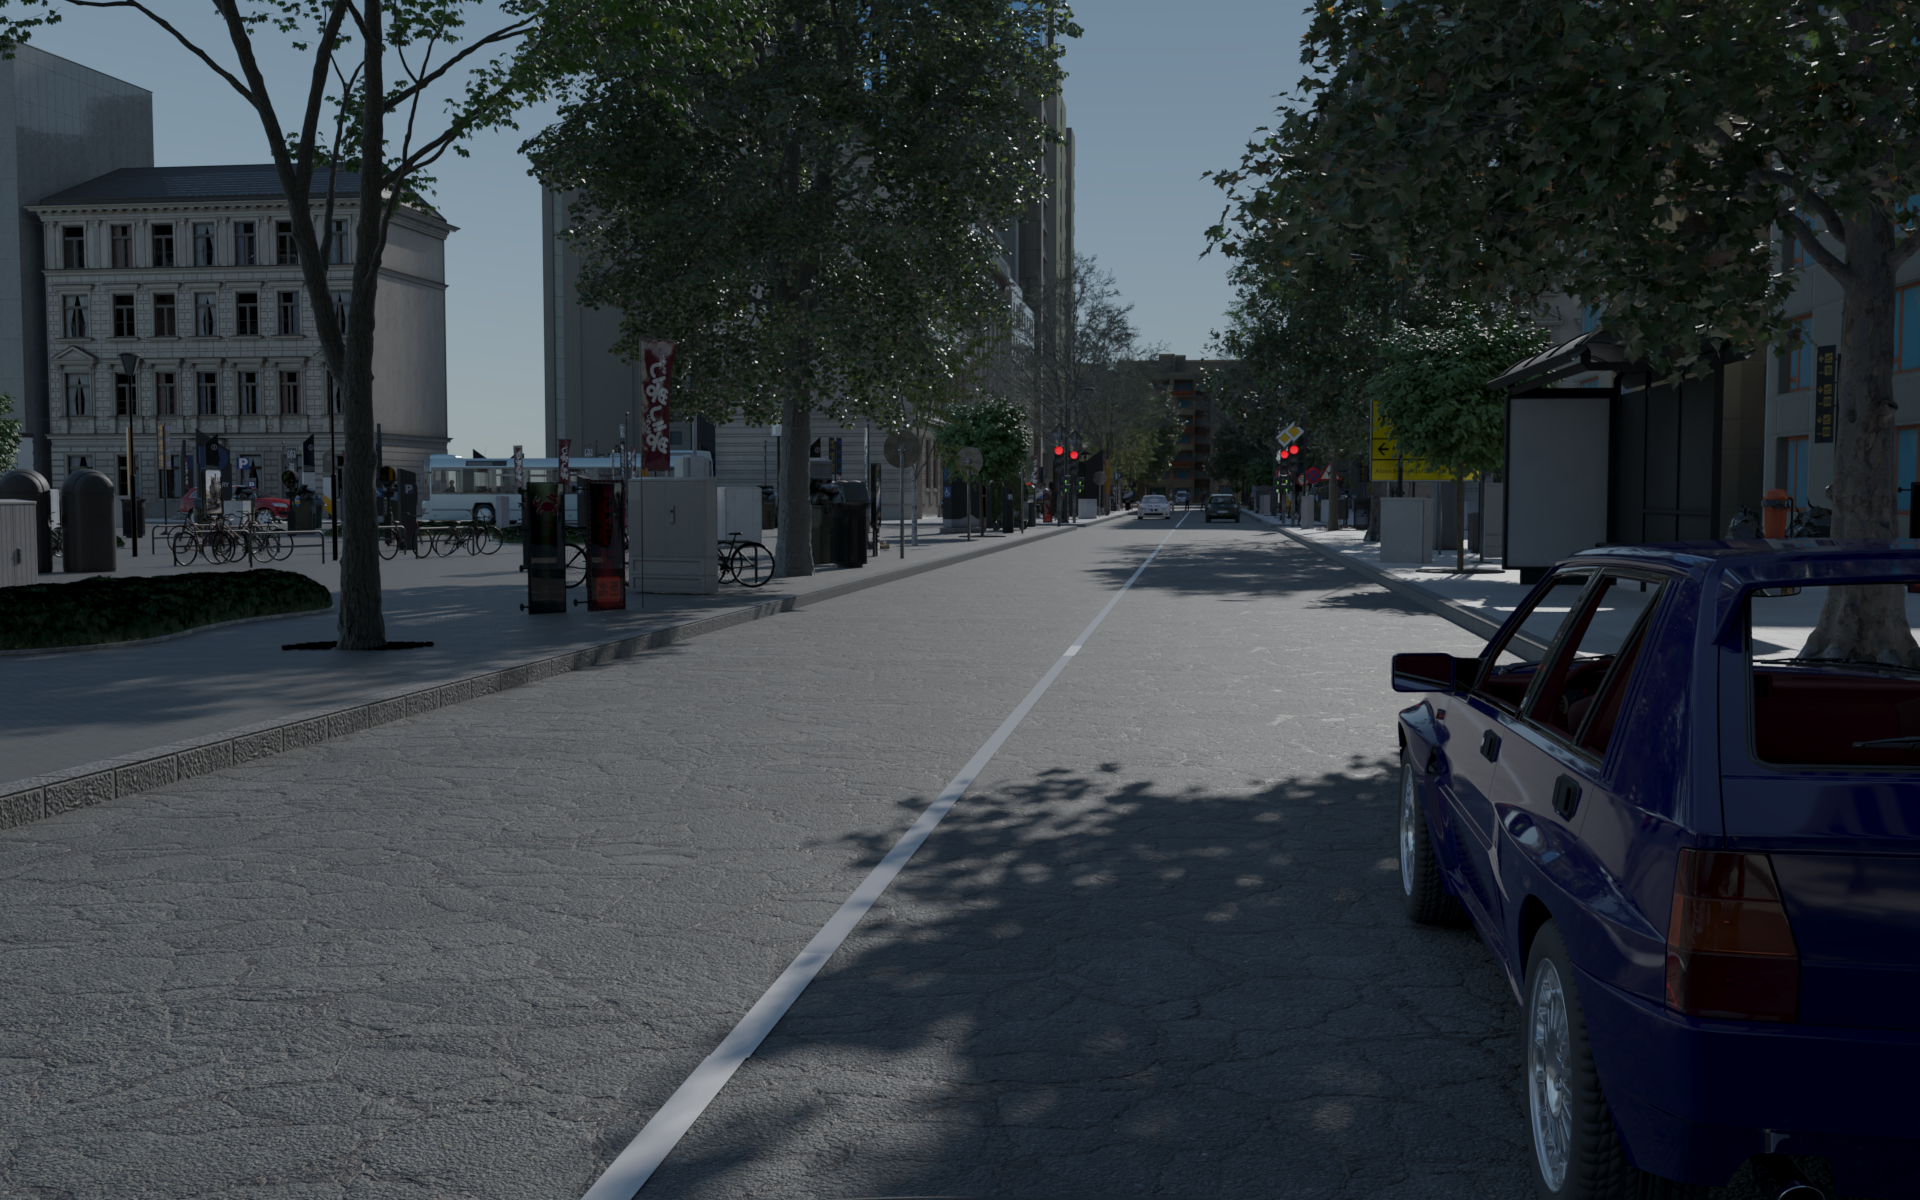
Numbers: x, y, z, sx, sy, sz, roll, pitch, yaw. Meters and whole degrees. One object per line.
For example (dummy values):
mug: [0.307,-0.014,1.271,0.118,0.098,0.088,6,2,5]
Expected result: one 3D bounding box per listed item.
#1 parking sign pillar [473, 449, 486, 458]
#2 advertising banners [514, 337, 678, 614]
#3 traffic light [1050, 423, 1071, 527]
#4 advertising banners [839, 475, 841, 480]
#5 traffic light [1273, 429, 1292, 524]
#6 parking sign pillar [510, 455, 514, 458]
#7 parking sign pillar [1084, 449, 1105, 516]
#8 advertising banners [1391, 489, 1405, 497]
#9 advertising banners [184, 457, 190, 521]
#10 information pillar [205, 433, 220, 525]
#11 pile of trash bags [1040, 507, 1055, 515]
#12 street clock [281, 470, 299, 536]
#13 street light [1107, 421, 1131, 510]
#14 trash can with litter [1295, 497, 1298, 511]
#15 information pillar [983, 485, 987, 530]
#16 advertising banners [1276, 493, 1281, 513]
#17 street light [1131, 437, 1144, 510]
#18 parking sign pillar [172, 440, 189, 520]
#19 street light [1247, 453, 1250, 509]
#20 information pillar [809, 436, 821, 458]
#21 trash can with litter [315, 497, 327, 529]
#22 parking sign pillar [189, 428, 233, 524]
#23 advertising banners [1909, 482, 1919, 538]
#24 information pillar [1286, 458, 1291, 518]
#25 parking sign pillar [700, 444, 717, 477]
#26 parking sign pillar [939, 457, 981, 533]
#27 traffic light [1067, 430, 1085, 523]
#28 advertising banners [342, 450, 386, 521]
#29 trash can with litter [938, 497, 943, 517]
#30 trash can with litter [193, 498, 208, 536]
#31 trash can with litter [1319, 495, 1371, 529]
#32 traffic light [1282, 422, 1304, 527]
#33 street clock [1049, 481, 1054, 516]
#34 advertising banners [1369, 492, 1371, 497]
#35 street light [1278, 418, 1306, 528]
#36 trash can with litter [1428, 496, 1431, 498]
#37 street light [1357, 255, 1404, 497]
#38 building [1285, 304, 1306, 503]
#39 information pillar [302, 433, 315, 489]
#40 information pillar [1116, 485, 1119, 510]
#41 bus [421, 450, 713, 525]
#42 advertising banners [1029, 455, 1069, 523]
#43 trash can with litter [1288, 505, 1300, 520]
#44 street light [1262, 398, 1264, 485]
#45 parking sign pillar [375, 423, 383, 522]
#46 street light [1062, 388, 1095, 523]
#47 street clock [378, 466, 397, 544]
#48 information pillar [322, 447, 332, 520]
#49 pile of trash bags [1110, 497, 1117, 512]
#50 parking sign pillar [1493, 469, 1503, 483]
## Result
parking sign pillar: [-28.334,-7.024,103.306,1.447,3.967,1.447,-2,4,-33]
advertising banners: [-3.929,-1.398,19.046,0.090,3.025,2.074,3,5,44]
traffic light: [3.924,-4.842,68.081,0.839,4.253,0.868,0,4,8]
advertising banners: [-5.594,-5.355,83.747,0.090,3.025,2.074,1,4,14]
traffic light: [13.965,-5.249,74.749,0.839,4.253,0.868,0,4,8]
parking sign pillar: [-27.352,-7.153,105.429,1.447,3.967,1.447,2,4,33]
parking sign pillar: [7.961,-7.050,103.743,1.447,3.967,1.447,1,4,17]
advertising banners: [13.445,-3.536,54.000,0.090,3.025,2.074,3,4,36]
advertising banners: [-37.075,-5.350,83.657,0.090,3.025,2.074,0,4,-5]
information pillar: [-28.517,-4.572,66.100,0.504,3.616,0.183,-2,4,-31]
pile of trash bags: [5.388,-5.974,107.423,1.912,1.369,3.447,0,4,-2]
street clock: [-20.464,-2.961,52.983,0.471,2.002,0.358,1,4,9]
street light: [9.782,-8.324,108.638,1.470,5.913,1.316,0,4,8]
trash can with litter: [24.921,-7.141,128.149,1.055,1.170,0.624,-2,4,-27]
information pillar: [0.731,-3.460,61.055,0.304,2.012,0.304,3,4,37]
advertising banners: [21.649,-7.369,116.674,0.090,3.025,2.074,-2,4,-27]
street light: [14.531,-10.381,142.273,1.470,5.913,1.316,0,4,8]
parking sign pillar: [-38.551,-5.986,86.347,1.447,3.967,1.447,-2,4,-30]
street light: [19.788,-8.798,116.393,1.470,5.913,1.316,0,4,8]
information pillar: [-5.871,-4.831,70.340,0.504,3.616,0.183,-2,4,-26]
trash can with litter: [-23.726,-3.194,63.614,0.624,1.170,1.055,0,3,0]
parking sign pillar: [-30.593,-5.051,71.058,1.447,3.967,1.447,-2,4,-34]
advertising banners: [12.421,-1.593,22.227,0.090,3.025,2.074,-2,4,-28]
information pillar: [17.839,-6.273,93.923,0.183,3.616,0.504,-1,4,-15]
parking sign pillar: [-13.272,-6.387,92.902,1.447,3.967,1.447,-2,4,-28]
parking sign pillar: [0.043,-4.196,57.070,1.447,3.967,1.447,-3,5,-44]
traffic light: [5.039,-5.325,75.988,0.839,4.253,0.868,0,4,8]
advertising banners: [-23.521,-4.449,68.922,2.074,3.025,0.090,0,4,-1]
trash can with litter: [-0.421,-4.029,77.263,0.624,1.170,1.055,3,5,43]
trash can with litter: [-22.820,-2.511,52.442,0.624,1.170,1.055,-3,4,-38]
trash can with litter: [14.629,-3.351,65.840,1.678,1.210,2.233,0,4,1]
traffic light: [12.849,-4.766,66.842,0.839,4.253,0.868,0,4,8]
street clock: [5.313,-5.815,99.647,0.358,2.002,0.471,2,4,35]
advertising banners: [25.141,-6.691,105.589,0.090,3.025,2.074,0,4,6]
street light: [12.666,-5.739,66.366,1.470,5.913,1.316,0,4,8]
trash can with litter: [22.431,-4.374,82.575,1.678,1.210,2.233,-3,5,-42]
street light: [8.004,-3.734,33.595,1.470,5.913,1.316,0,4,8]
building: [59.788,-36.251,247.326,28.867,44.769,22.147,0,4,8]
information pillar: [-24.928,-4.586,66.337,0.183,3.616,0.504,3,5,41]
information pillar: [12.599,-8.159,137.891,0.304,2.012,0.304,0,4,1]
bus: [-17.445,-4.902,75.012,13.247,3.499,2.948,1,4,10]
advertising banners: [3.949,-4.969,77.433,2.074,3.025,0.090,2,4,34]
trash can with litter: [17.418,-4.675,87.494,1.678,1.210,2.233,2,4,28]
street light: [15.042,-6.795,83.634,1.470,5.913,1.316,0,4,8]
parking sign pillar: [-22.034,-4.704,65.390,1.447,3.967,1.447,-1,4,-19]
street light: [5.185,-6.319,75.858,1.470,5.913,1.316,0,4,8]
street clock: [-14.778,-2.461,44.811,0.471,2.002,0.358,0,4,2]
information pillar: [-31.620,-5.831,86.694,0.504,3.616,0.183,0,4,-2]
pile of trash bags: [10.274,-7.156,126.752,1.912,1.369,3.447,1,4,23]
parking sign pillar: [19.484,-4.435,60.988,1.447,3.967,1.447,3,4,36]
